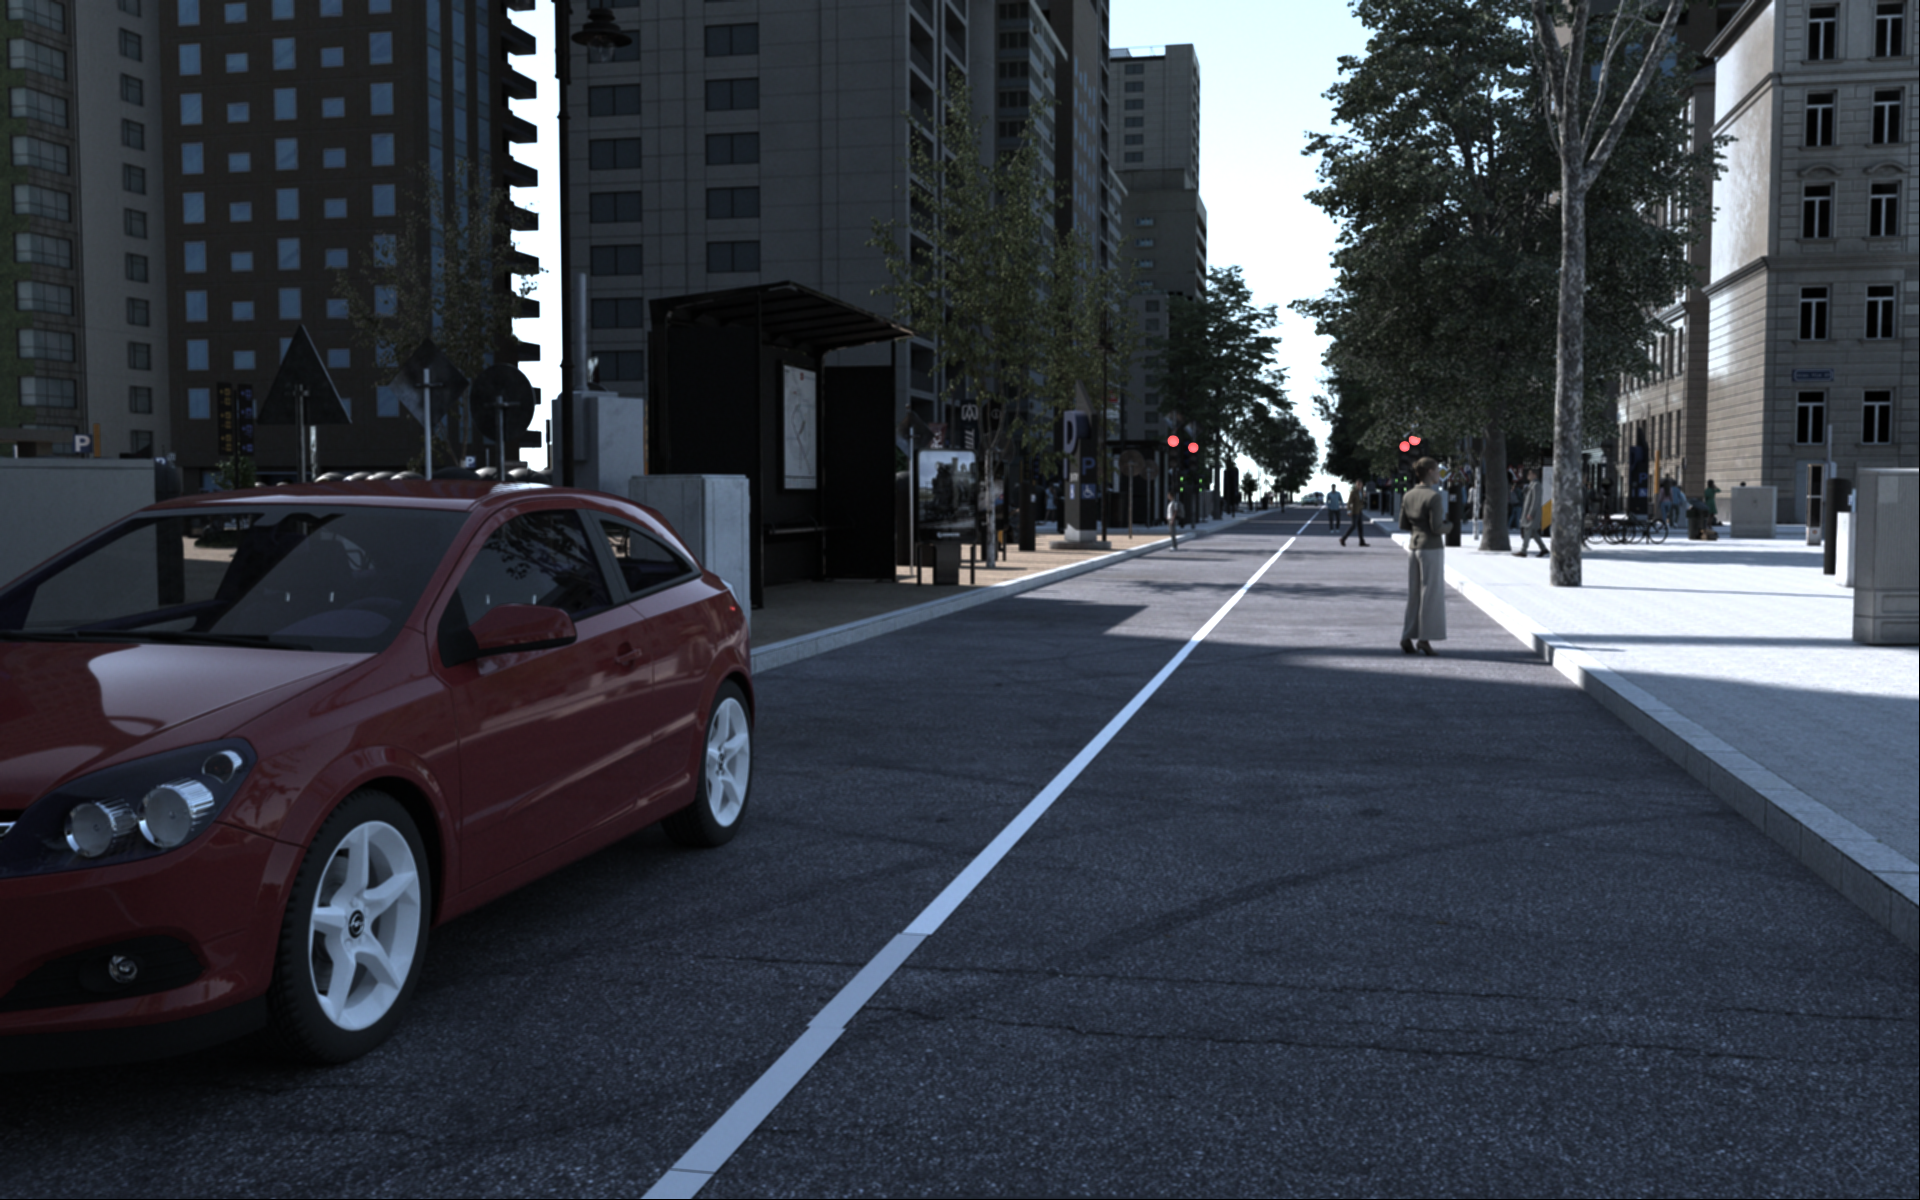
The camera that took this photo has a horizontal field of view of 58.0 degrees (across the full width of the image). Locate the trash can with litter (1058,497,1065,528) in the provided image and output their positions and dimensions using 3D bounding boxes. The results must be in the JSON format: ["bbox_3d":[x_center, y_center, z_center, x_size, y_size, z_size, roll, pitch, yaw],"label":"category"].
[{"bbox_3d":[4.123,-3.230,64.206,1.055,1.170,0.624,2,4,35],"label":"trash can with litter"}]

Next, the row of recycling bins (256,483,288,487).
[{"bbox_3d":[-24.224,-3.412,62.897,3.534,1.692,1.069,1,4,13],"label":"row of recycling bins"}]

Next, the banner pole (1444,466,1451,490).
[{"bbox_3d":[37.832,-8.829,134.375,0.401,3.779,0.863,-2,4,-28],"label":"banner pole"}]

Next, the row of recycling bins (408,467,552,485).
[{"bbox_3d":[-7.176,-1.241,27.402,1.069,1.692,3.534,1,4,17],"label":"row of recycling bins"}]

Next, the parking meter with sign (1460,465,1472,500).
[{"bbox_3d":[30.183,-6.563,103.562,0.543,3.016,1.738,1,4,9],"label":"parking meter with sign"}]

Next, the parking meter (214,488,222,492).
[{"bbox_3d":[-32.163,-4.079,75.103,0.372,1.533,0.369,0,3,0],"label":"parking meter"}]

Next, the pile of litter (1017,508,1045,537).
[{"bbox_3d":[1.707,-2.354,52.455,1.719,0.858,1.176,2,4,31],"label":"pile of litter"}]

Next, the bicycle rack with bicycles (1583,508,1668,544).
[{"bbox_3d":[16.878,-1.933,44.988,2.925,0.926,2.852,0,4,4],"label":"bicycle rack with bicycles"}]

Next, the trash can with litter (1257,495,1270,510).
[{"bbox_3d":[23.934,-7.659,136.614,1.055,1.170,0.624,-3,5,-41],"label":"trash can with litter"}]

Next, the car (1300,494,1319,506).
[{"bbox_3d":[41.335,-11.807,204.842,2.131,1.459,4.920,1,4,10],"label":"car"}]

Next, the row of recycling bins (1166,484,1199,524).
[{"bbox_3d":[9.651,-4.141,74.816,1.069,1.692,3.534,1,4,21],"label":"row of recycling bins"}]

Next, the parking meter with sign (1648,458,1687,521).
[{"bbox_3d":[33.948,-5.327,83.350,1.738,3.016,0.543,2,4,34],"label":"parking meter with sign"}]

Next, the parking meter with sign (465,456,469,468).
[{"bbox_3d":[-22.855,-5.115,79.896,0.543,3.016,1.738,-2,4,-33],"label":"parking meter with sign"}]

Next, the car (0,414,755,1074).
[{"bbox_3d":[-2.097,0.196,5.830,2.155,1.783,4.494,1,4,12],"label":"car"}]

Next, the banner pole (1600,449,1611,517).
[{"bbox_3d":[36.144,-6.542,96.985,0.401,3.779,0.863,-1,4,-18],"label":"banner pole"}]

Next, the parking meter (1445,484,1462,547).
[{"bbox_3d":[12.045,-2.072,42.287,0.372,1.533,0.369,0,3,0],"label":"parking meter"}]

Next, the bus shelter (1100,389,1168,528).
[{"bbox_3d":[6.986,-5.564,68.595,2.179,5.291,8.768,1,4,12],"label":"bus shelter"}]

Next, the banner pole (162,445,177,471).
[{"bbox_3d":[-40.508,-6.034,88.668,0.863,3.779,0.401,-3,4,-37],"label":"banner pole"}]

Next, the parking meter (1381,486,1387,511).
[{"bbox_3d":[31.854,-7.607,130.082,0.399,1.863,0.255,-1,4,-16],"label":"parking meter"}]

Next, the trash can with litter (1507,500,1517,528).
[{"bbox_3d":[20.308,-3.246,64.452,1.055,1.170,0.624,0,4,-4],"label":"trash can with litter"}]

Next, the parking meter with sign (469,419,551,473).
[{"bbox_3d":[-10.346,-2.675,39.996,1.738,3.016,0.543,-1,4,-18],"label":"parking meter with sign"}]

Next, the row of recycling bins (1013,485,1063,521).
[{"bbox_3d":[4.132,-4.604,82.395,3.534,1.692,1.069,2,4,26],"label":"row of recycling bins"}]

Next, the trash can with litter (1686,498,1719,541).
[{"bbox_3d":[20.668,-2.244,48.071,0.624,1.170,1.055,-1,4,-16],"label":"trash can with litter"}]

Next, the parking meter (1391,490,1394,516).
[{"bbox_3d":[25.494,-5.701,101.617,0.372,1.533,0.369,0,3,0],"label":"parking meter"}]

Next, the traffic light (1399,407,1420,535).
[{"bbox_3d":[14.216,-4.000,54.326,0.839,4.253,0.868,1,4,12],"label":"traffic light"}]

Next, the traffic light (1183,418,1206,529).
[{"bbox_3d":[8.612,-4.573,63.690,0.839,4.253,0.868,1,4,12],"label":"traffic light"}]

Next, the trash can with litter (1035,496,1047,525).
[{"bbox_3d":[2.706,-3.683,71.276,2.233,1.210,1.678,2,4,34],"label":"trash can with litter"}]

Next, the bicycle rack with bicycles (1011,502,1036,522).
[{"bbox_3d":[2.255,-4.050,79.604,2.925,0.926,2.852,0,4,-8],"label":"bicycle rack with bicycles"}]

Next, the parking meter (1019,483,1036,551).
[{"bbox_3d":[1.517,-1.876,39.090,0.372,1.533,0.369,0,3,0],"label":"parking meter"}]

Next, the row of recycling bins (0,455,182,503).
[{"bbox_3d":[-9.664,-0.723,18.936,1.069,1.692,3.534,0,4,7],"label":"row of recycling bins"}]

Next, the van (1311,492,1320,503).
[{"bbox_3d":[57.565,-16.718,280.358,2.013,2.044,4.112,1,4,12],"label":"van"}]

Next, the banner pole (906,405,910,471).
[{"bbox_3d":[-1.394,-3.591,48.731,0.401,3.779,0.863,1,4,14],"label":"banner pole"}]

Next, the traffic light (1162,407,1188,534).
[{"bbox_3d":[6.920,-4.096,55.885,0.839,4.253,0.868,1,4,12],"label":"traffic light"}]

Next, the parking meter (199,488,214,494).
[{"bbox_3d":[-31.681,-3.928,72.630,0.372,1.533,0.369,0,3,0],"label":"parking meter"}]

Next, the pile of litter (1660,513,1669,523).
[{"bbox_3d":[32.191,-3.876,77.342,1.719,0.858,1.176,2,4,26],"label":"pile of litter"}]

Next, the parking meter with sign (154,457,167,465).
[{"bbox_3d":[-37.441,-5.184,81.027,0.543,3.016,1.738,-1,4,-20],"label":"parking meter with sign"}]

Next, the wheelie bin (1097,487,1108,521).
[{"bbox_3d":[6.828,-4.524,81.883,0.693,1.594,0.980,2,4,26],"label":"wheelie bin"}]

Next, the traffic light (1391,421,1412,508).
[{"bbox_3d":[15.908,-4.478,62.130,0.839,4.253,0.868,1,4,12],"label":"traffic light"}]

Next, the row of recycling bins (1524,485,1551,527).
[{"bbox_3d":[23.495,-3.823,69.626,1.069,1.692,3.534,3,4,36],"label":"row of recycling bins"}]

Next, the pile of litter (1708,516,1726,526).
[{"bbox_3d":[29.984,-3.424,69.949,1.176,0.858,1.719,-3,5,-43],"label":"pile of litter"}]

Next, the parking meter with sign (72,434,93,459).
[{"bbox_3d":[-25.879,-3.355,51.115,0.543,3.016,1.738,-2,4,-28],"label":"parking meter with sign"}]

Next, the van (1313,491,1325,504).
[{"bbox_3d":[52.296,-15.041,252.929,2.013,2.044,4.112,1,4,11],"label":"van"}]

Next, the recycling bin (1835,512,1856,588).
[{"bbox_3d":[12.575,-0.696,23.930,0.722,1.027,0.722,1,4,15],"label":"recycling bin"}]

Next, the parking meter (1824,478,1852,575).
[{"bbox_3d":[13.981,-1.172,27.579,0.372,1.533,0.369,0,3,0],"label":"parking meter"}]

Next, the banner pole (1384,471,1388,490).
[{"bbox_3d":[31.135,-8.318,126.018,0.863,3.779,0.401,-1,4,-22],"label":"banner pole"}]

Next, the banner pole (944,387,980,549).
[{"bbox_3d":[0.071,-3.069,40.193,0.863,3.779,0.401,1,4,9],"label":"banner pole"}]

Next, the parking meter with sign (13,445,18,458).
[{"bbox_3d":[-32.924,-4.012,61.855,0.543,3.016,1.738,1,4,10],"label":"parking meter with sign"}]

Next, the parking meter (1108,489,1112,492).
[{"bbox_3d":[6.957,-4.349,79.518,0.372,1.533,0.369,0,3,0],"label":"parking meter"}]

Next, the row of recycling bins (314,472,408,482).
[{"bbox_3d":[-11.110,-1.568,32.753,3.534,1.692,1.069,3,5,41],"label":"row of recycling bins"}]

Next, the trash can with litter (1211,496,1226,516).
[{"bbox_3d":[14.927,-5.431,100.181,0.624,1.170,1.055,2,4,27],"label":"trash can with litter"}]

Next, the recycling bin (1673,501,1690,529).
[{"bbox_3d":[26.957,-3.156,64.156,0.722,1.027,0.722,-1,4,-18],"label":"recycling bin"}]

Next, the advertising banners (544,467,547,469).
[{"bbox_3d":[-27.518,-7.116,112.530,2.074,3.025,0.090,1,4,10],"label":"advertising banners"}]

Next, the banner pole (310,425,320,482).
[{"bbox_3d":[-20.774,-4.026,55.850,0.401,3.779,0.863,-3,5,-40],"label":"banner pole"}]

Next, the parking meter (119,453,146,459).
[{"bbox_3d":[-11.812,-1.173,24.890,0.255,1.863,0.399,2,4,28],"label":"parking meter"}]

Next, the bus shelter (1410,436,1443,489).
[{"bbox_3d":[28.652,-7.944,107.512,2.179,5.291,8.768,1,4,12],"label":"bus shelter"}]

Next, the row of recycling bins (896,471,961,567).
[{"bbox_3d":[-1.326,-1.502,31.668,3.534,1.692,1.069,3,5,45],"label":"row of recycling bins"}]

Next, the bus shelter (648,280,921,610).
[{"bbox_3d":[-2.058,-1.895,22.275,1.731,3.624,6.357,1,4,12],"label":"bus shelter"}]
